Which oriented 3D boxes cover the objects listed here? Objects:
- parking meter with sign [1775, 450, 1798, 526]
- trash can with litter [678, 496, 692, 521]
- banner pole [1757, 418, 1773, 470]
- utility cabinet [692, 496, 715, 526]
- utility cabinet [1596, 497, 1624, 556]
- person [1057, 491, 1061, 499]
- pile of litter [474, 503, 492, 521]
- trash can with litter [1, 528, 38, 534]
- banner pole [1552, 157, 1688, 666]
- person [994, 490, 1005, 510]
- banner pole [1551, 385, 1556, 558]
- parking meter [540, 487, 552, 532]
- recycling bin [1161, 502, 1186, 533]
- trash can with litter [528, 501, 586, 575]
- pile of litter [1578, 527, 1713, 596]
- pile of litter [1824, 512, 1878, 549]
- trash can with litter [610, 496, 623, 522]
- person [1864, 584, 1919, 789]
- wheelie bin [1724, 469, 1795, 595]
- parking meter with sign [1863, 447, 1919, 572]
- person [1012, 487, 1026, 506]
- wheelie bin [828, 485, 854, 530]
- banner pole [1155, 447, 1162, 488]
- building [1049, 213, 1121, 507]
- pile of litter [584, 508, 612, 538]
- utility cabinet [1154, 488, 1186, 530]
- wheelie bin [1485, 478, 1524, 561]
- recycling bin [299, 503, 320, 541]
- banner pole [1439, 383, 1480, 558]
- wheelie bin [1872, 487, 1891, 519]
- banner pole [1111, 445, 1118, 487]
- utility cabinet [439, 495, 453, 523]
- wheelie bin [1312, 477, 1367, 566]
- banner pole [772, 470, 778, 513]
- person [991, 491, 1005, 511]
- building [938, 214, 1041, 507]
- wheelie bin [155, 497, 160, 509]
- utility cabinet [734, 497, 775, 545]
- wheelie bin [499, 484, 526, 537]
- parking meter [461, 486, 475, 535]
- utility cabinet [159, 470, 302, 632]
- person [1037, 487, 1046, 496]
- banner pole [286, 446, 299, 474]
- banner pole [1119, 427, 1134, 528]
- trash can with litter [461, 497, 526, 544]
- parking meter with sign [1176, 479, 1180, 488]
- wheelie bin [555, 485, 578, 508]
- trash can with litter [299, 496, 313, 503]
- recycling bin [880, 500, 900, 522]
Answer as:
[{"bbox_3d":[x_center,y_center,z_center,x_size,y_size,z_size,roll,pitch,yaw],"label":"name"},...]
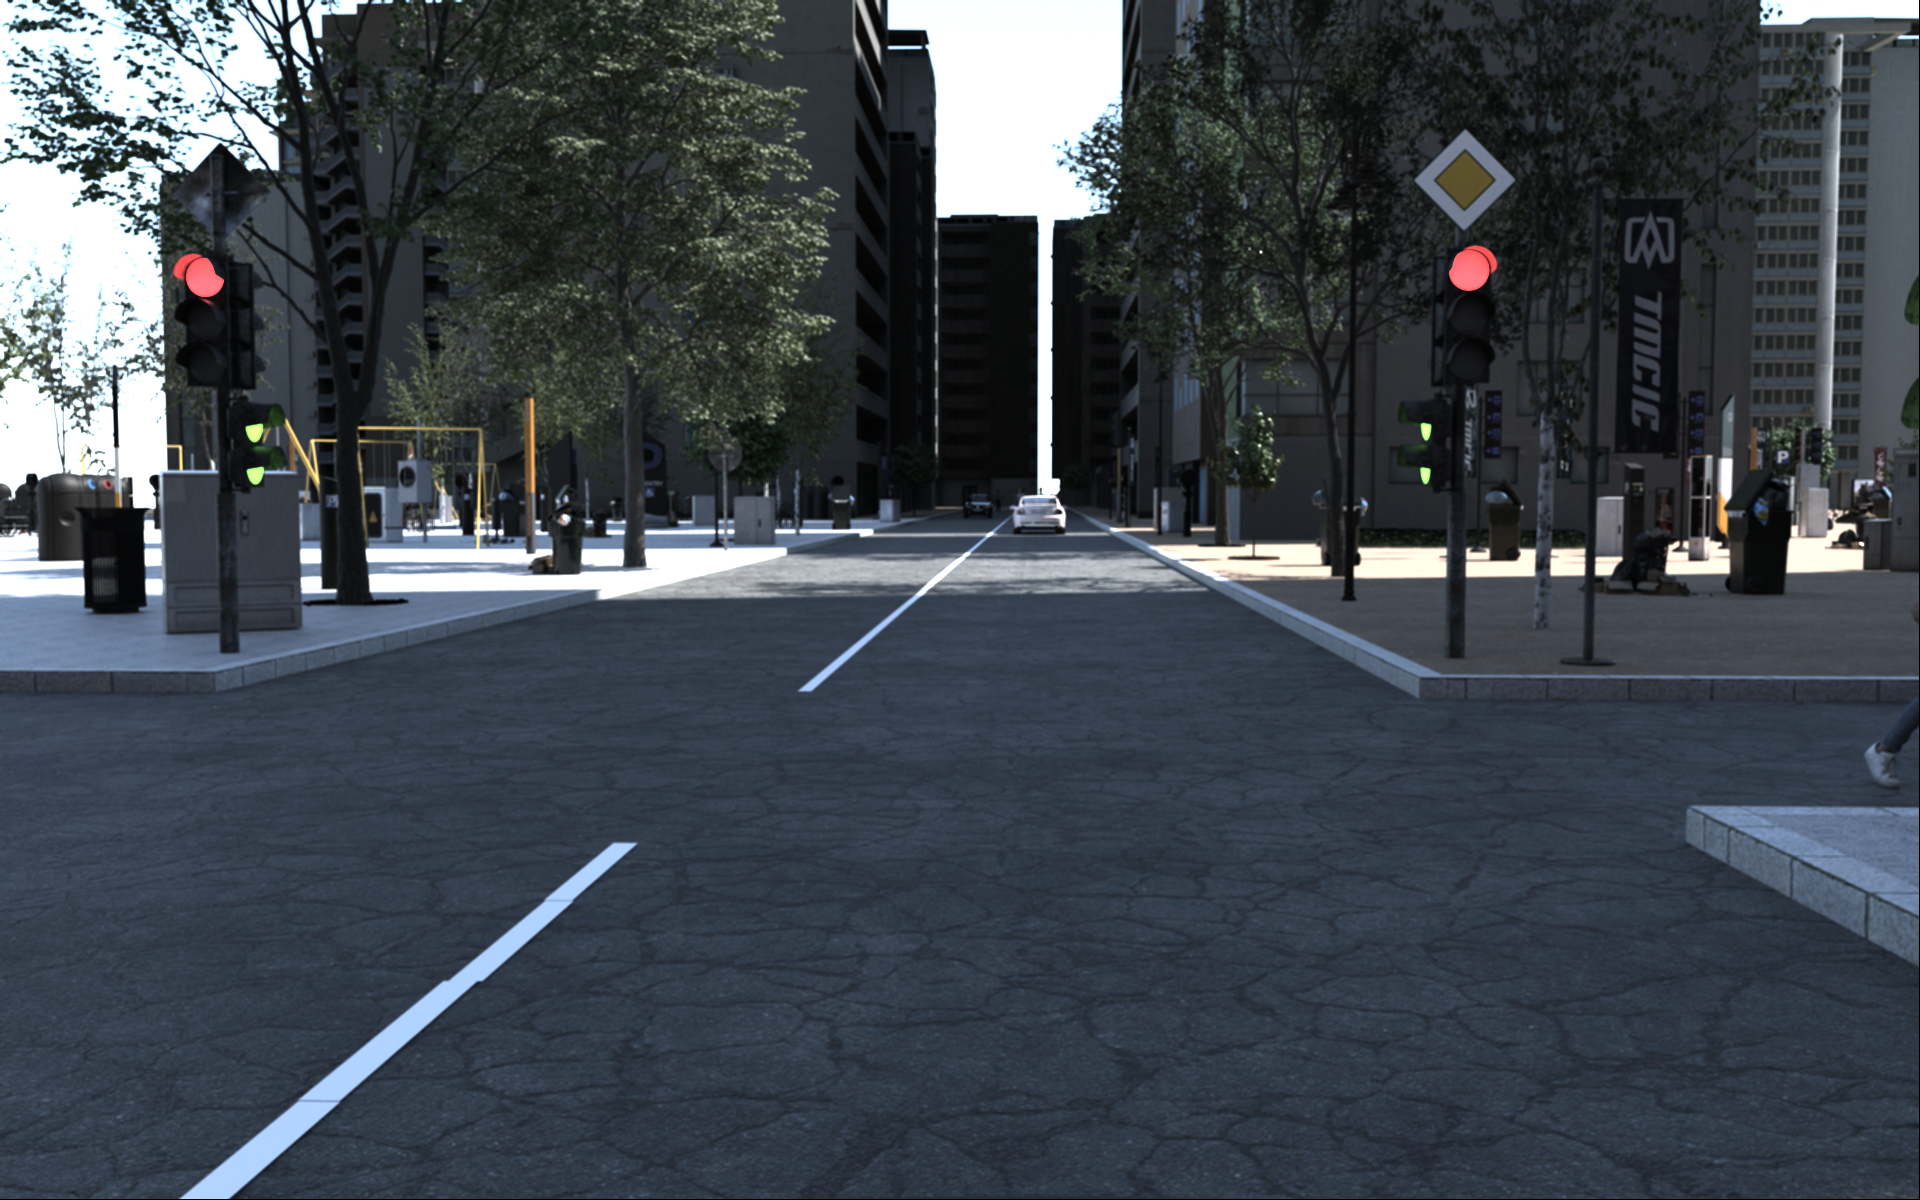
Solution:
[{"bbox_3d":[33.204,-4.478,69.472,0.543,3.016,1.738,3,5,39],"label":"parking meter with sign"},{"bbox_3d":[-12.704,-4.352,82.218,2.233,1.210,1.678,2,4,30],"label":"trash can with litter"},{"bbox_3d":[26.636,-4.123,57.421,0.863,3.779,0.401,-1,4,-9],"label":"banner pole"},{"bbox_3d":[-10.237,-3.573,69.572,1.020,1.237,0.306,-2,4,-34],"label":"utility cabinet"},{"bbox_3d":[13.642,-1.513,35.897,0.306,1.237,1.020,-1,4,-21],"label":"utility cabinet"},{"bbox_3d":[9.213,-9.306,161.329,0.621,1.740,0.551,-1,4,-9],"label":"person"},{"bbox_3d":[-22.272,-4.111,81.182,1.719,0.858,1.176,2,4,30],"label":"pile of litter"},{"bbox_3d":[-30.438,-2.744,55.928,2.233,1.210,1.678,0,4,7],"label":"trash can with litter"},{"bbox_3d":[4.981,-1.404,12.977,0.863,3.779,0.401,0,4,2],"label":"banner pole"},{"bbox_3d":[3.243,-8.405,146.650,1.217,1.736,0.721,-1,4,-9],"label":"person"},{"bbox_3d":[12.151,-2.759,35.123,0.863,3.779,0.401,-2,4,-29],"label":"banner pole"},{"bbox_3d":[-13.916,-3.047,58.227,0.372,1.533,0.369,0,3,0],"label":"parking meter"},{"bbox_3d":[7.143,-2.779,57.997,0.722,1.027,0.722,-1,4,-20],"label":"recycling bin"},{"bbox_3d":[-6.485,-0.996,27.669,1.055,1.170,0.624,2,4,33],"label":"trash can with litter"},{"bbox_3d":[8.826,-0.514,22.365,1.176,0.858,1.719,-1,4,-22],"label":"pile of litter"},{"bbox_3d":[21.142,-1.613,40.335,1.719,0.858,1.176,3,5,40],"label":"pile of litter"},{"bbox_3d":[-15.900,-4.197,80.013,0.624,1.170,1.055,-1,4,-17],"label":"trash can with litter"},{"bbox_3d":[4.716,0.050,8.363,0.598,1.740,0.731,3,5,39],"label":"person"},{"bbox_3d":[10.296,-0.881,22.318,0.693,1.594,0.980,0,4,1],"label":"wheelie bin"},{"bbox_3d":[15.807,-1.974,28.539,0.543,3.016,1.738,-2,4,-27],"label":"parking meter with sign"},{"bbox_3d":[2.789,-4.511,82.615,0.716,1.782,0.532,3,5,40],"label":"person"},{"bbox_3d":[-4.270,-3.322,62.229,0.980,1.594,0.693,0,4,3],"label":"wheelie bin"},{"bbox_3d":[9.311,-5.570,81.082,0.401,3.779,0.863,2,4,30],"label":"banner pole"},{"bbox_3d":[16.467,-25.016,180.708,14.107,30.474,14.160,0,4,3],"label":"building"},{"bbox_3d":[-10.949,-2.296,51.512,1.176,0.858,1.719,0,4,-8],"label":"pile of litter"},{"bbox_3d":[7.434,-3.206,61.099,1.173,1.500,0.318,-1,4,-12],"label":"utility cabinet"},{"bbox_3d":[10.509,-1.562,33.445,0.693,1.594,0.980,1,4,21],"label":"wheelie bin"},{"bbox_3d":[-17.919,-2.162,47.896,0.722,1.027,0.722,-3,4,-36],"label":"recycling bin"},{"bbox_3d":[10.025,-2.733,34.708,0.401,3.779,0.863,-3,4,-37],"label":"banner pole"},{"bbox_3d":[36.325,-3.687,68.195,0.693,1.594,0.980,3,5,42],"label":"wheelie bin"},{"bbox_3d":[7.087,-5.402,78.343,0.401,3.779,0.863,3,5,43],"label":"banner pole"},{"bbox_3d":[-22.639,-3.985,76.312,0.306,1.237,1.020,-2,4,-32],"label":"utility cabinet"},{"bbox_3d":[6.791,-1.420,31.126,0.980,1.594,0.693,0,4,-3],"label":"wheelie bin"},{"bbox_3d":[-9.340,-5.960,87.460,0.401,3.779,0.863,1,4,18],"label":"banner pole"},{"bbox_3d":[3.163,-8.314,145.142,1.217,1.736,0.721,-1,4,-12],"label":"person"},{"bbox_3d":[1.364,-25.062,181.470,14.107,30.474,14.160,0,4,3],"label":"building"},{"bbox_3d":[-31.764,-3.767,69.495,0.693,1.594,0.980,1,4,9],"label":"wheelie bin"},{"bbox_3d":[-5.197,-1.997,43.812,1.020,1.237,0.306,1,4,16],"label":"utility cabinet"},{"bbox_3d":[-13.403,-2.694,51.953,0.693,1.594,0.980,1,4,12],"label":"wheelie bin"},{"bbox_3d":[-15.349,-2.790,54.035,0.372,1.533,0.369,0,3,0],"label":"parking meter"},{"bbox_3d":[-6.800,-0.458,16.172,1.173,1.500,0.318,-2,4,-31],"label":"utility cabinet"},{"bbox_3d":[3.690,-4.030,75.056,0.731,1.740,0.598,-3,5,-40],"label":"person"},{"bbox_3d":[-34.882,-6.141,90.427,0.863,3.779,0.401,1,4,10],"label":"banner pole"},{"bbox_3d":[6.382,-4.568,64.704,0.401,3.779,0.863,-1,4,-12],"label":"banner pole"},{"bbox_3d":[-12.247,-2.097,45.338,1.678,1.210,2.233,-1,4,-14],"label":"trash can with litter"},{"bbox_3d":[11.065,-5.464,85.593,0.543,3.016,1.738,-2,4,-29],"label":"parking meter with sign"},{"bbox_3d":[-13.619,-3.187,60.020,0.693,1.594,0.980,-2,4,-28],"label":"wheelie bin"},{"bbox_3d":[-26.285,-3.511,68.467,2.233,1.210,1.678,-3,5,-43],"label":"trash can with litter"},{"bbox_3d":[-3.211,-4.102,79.616,0.722,1.027,0.722,2,4,28],"label":"recycling bin"}]
